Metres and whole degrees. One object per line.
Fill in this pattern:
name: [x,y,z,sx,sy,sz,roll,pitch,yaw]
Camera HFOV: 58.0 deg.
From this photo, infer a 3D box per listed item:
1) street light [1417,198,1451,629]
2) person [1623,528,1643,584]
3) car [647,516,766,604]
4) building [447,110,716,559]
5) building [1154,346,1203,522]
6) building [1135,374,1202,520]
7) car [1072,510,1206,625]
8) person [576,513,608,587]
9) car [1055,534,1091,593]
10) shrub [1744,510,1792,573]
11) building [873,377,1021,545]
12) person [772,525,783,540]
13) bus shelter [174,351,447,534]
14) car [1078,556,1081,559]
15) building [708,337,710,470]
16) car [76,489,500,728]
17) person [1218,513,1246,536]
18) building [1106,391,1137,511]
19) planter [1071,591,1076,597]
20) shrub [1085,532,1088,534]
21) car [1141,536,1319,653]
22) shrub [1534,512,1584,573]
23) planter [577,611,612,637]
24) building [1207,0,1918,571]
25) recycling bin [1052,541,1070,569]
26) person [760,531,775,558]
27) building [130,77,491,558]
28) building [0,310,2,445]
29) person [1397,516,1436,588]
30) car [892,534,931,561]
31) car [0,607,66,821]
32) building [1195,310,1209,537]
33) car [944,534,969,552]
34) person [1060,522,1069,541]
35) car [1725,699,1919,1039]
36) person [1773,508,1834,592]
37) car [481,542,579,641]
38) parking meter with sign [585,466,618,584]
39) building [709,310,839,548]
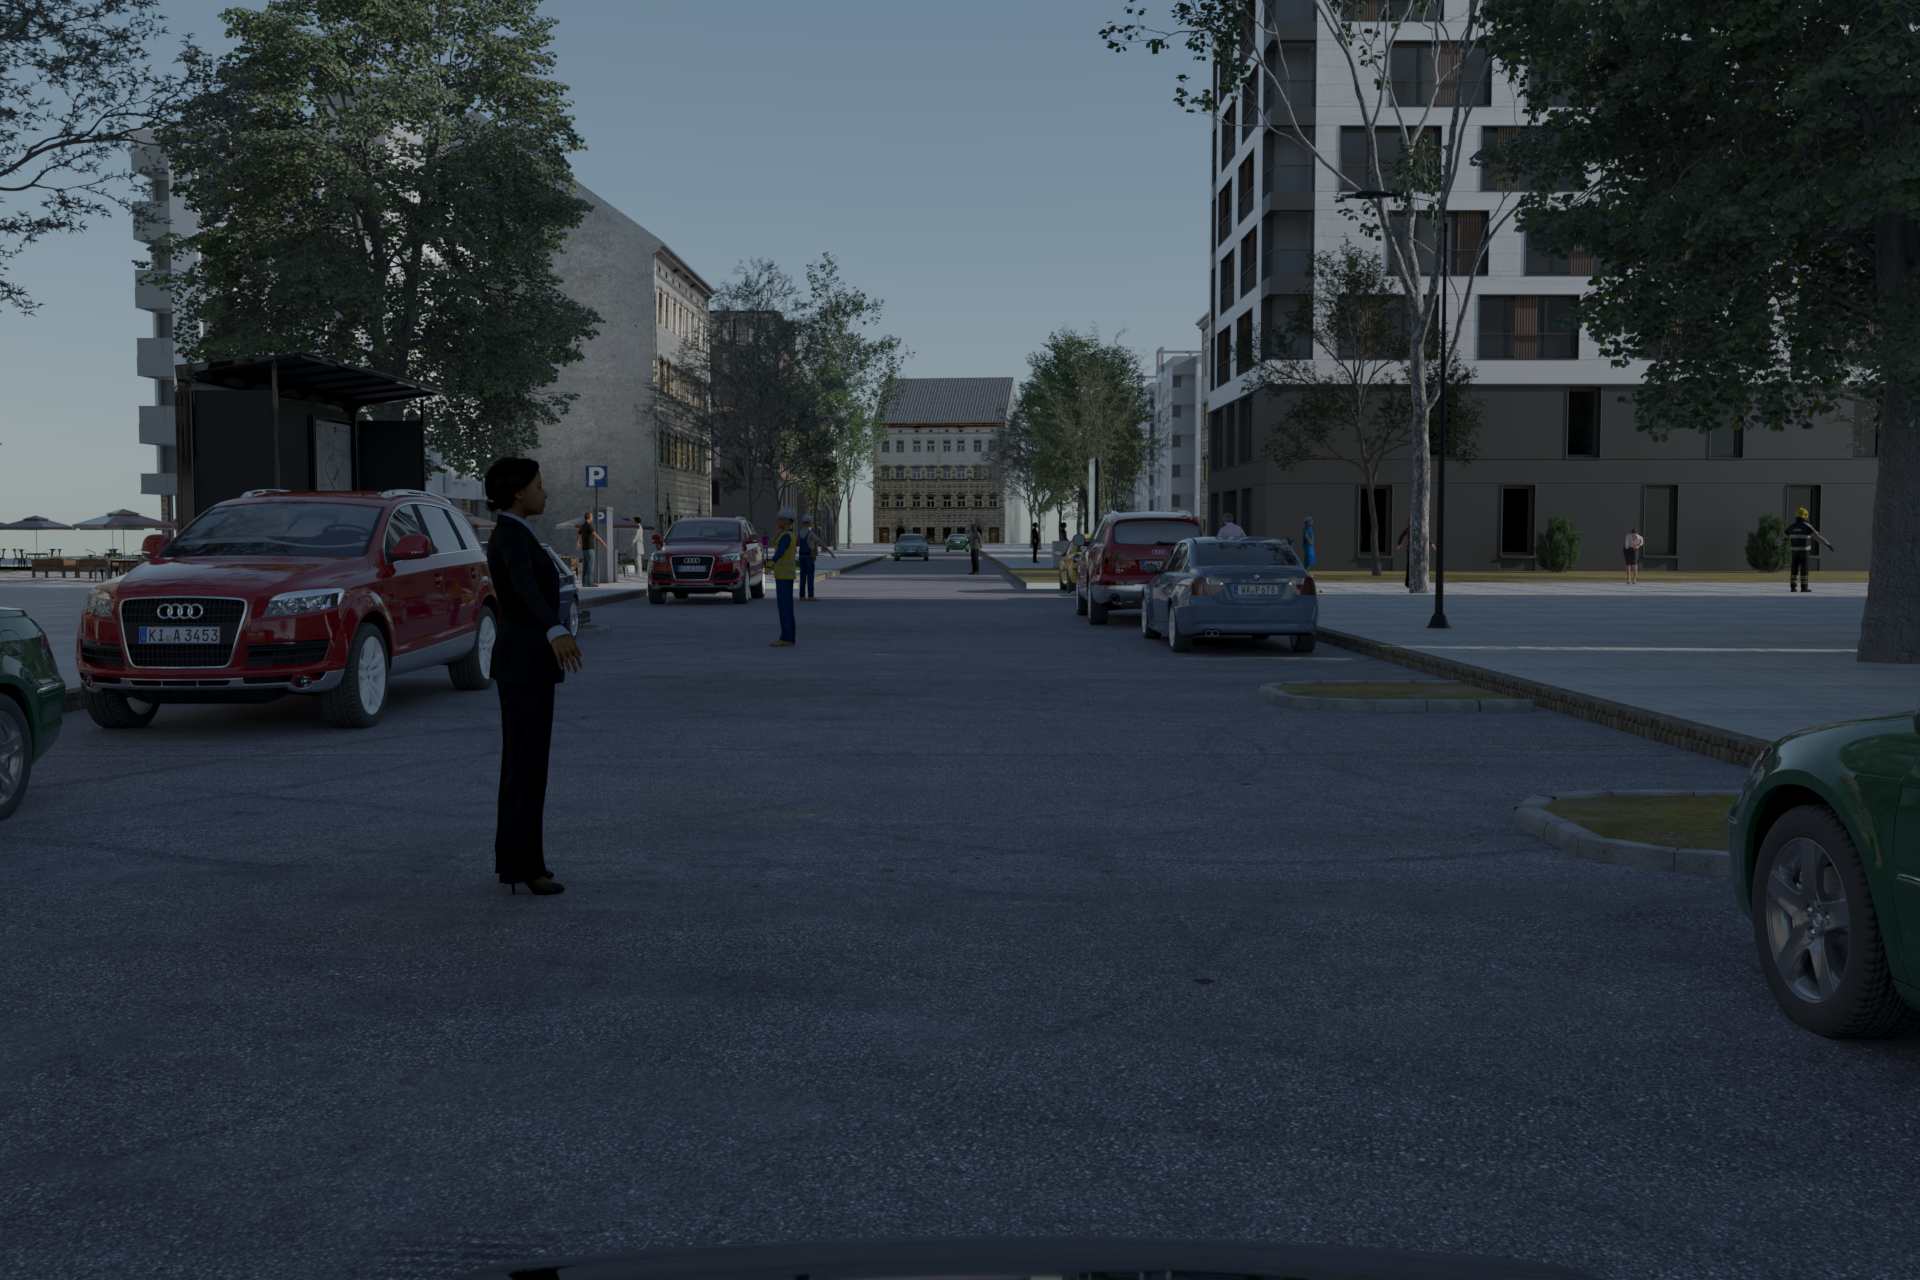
street light: [7.087,-3.116,23.494,1.470,5.913,1.316,0,3,0]
person: [17.185,-2.145,44.304,0.628,1.438,0.799,-1,4,-16]
car: [-5.365,-1.742,37.155,2.281,1.827,5.304,0,4,0]
building: [-24.993,-16.403,99.121,19.493,23.208,18.063,0,4,1]
building: [24.878,-19.489,175.063,16.016,20.090,11.380,0,4,0]
building: [25.783,-21.204,203.105,16.016,20.090,11.380,0,4,0]
car: [3.051,-1.237,28.891,2.281,1.827,5.304,0,4,0]
person: [-8.985,-2.187,41.980,0.705,1.803,1.348,-3,5,-44]
car: [3.418,-2.023,43.295,2.015,1.641,3.980,0,4,-1]
shrub: [26.957,-3.278,57.632,1.661,2.075,1.752,0,3,0]
building: [-1.504,-24.986,241.902,18.063,23.208,19.493,1,4,8]
person: [-8.277,-4.387,78.522,0.721,1.733,1.217,1,4,19]
bus shelter: [-9.294,-2.089,25.440,1.731,3.624,6.357,0,4,0]
car: [3.544,-1.497,37.056,1.945,1.354,3.894,0,4,-1]
building: [-28.429,-17.874,123.171,19.493,23.208,18.063,0,3,0]
car: [-5.349,-0.354,14.457,2.281,1.827,5.304,0,3,0]
person: [5.547,-1.753,35.641,0.756,1.711,0.436,-1,4,-11]
building: [23.844,-22.357,221.960,16.016,20.090,11.380,0,4,-1]
planter: [3.591,-1.168,40.243,1.991,0.319,1.994,0,4,-1]
shrub: [5.307,-3.639,63.547,1.661,2.075,1.752,0,3,0]
car: [3.403,-0.627,22.251,2.014,1.417,4.499,0,4,-1]
shrub: [19.980,-3.269,57.867,1.690,2.028,1.600,0,3,0]
planter: [-6.101,-0.232,24.933,1.991,0.319,1.994,0,4,0]
building: [24.392,-14.138,75.134,27.936,21.610,32.646,0,3,0]
recycling bin: [3.801,-3.181,64.568,0.722,1.027,0.722,0,4,0]
person: [-8.571,-4.087,76.081,0.991,1.433,0.599,-1,4,-15]
building: [-28.229,-13.256,73.149,16.016,20.090,11.380,0,4,-1]
building: [-31.836,-12.908,30.124,14.460,24.649,34.723,0,4,0]
person: [10.807,-2.098,41.104,0.721,1.729,1.215,-2,4,-30]
car: [-2.596,-4.971,93.077,2.131,1.459,4.920,0,4,-1]
car: [-5.681,0.278,7.249,2.131,1.459,4.920,0,3,0]
building: [26.538,-17.383,115.149,19.493,23.208,18.063,0,4,0]
car: [-0.195,-7.630,136.548,2.131,1.459,4.920,0,4,0]
person: [4.700,-4.385,77.844,0.704,1.843,1.345,1,4,12]
car: [3.373,0.503,3.573,2.131,1.459,4.920,0,4,-2]
person: [18.549,-1.983,38.193,0.704,1.858,1.351,-3,4,-36]
car: [-6.010,-0.567,21.848,1.945,1.354,3.894,0,4,0]
parking meter with sign: [-9.272,-2.984,45.046,0.543,3.016,1.738,0,4,-1]
building: [-27.199,-20.221,174.594,27.936,21.610,32.646,0,4,0]
